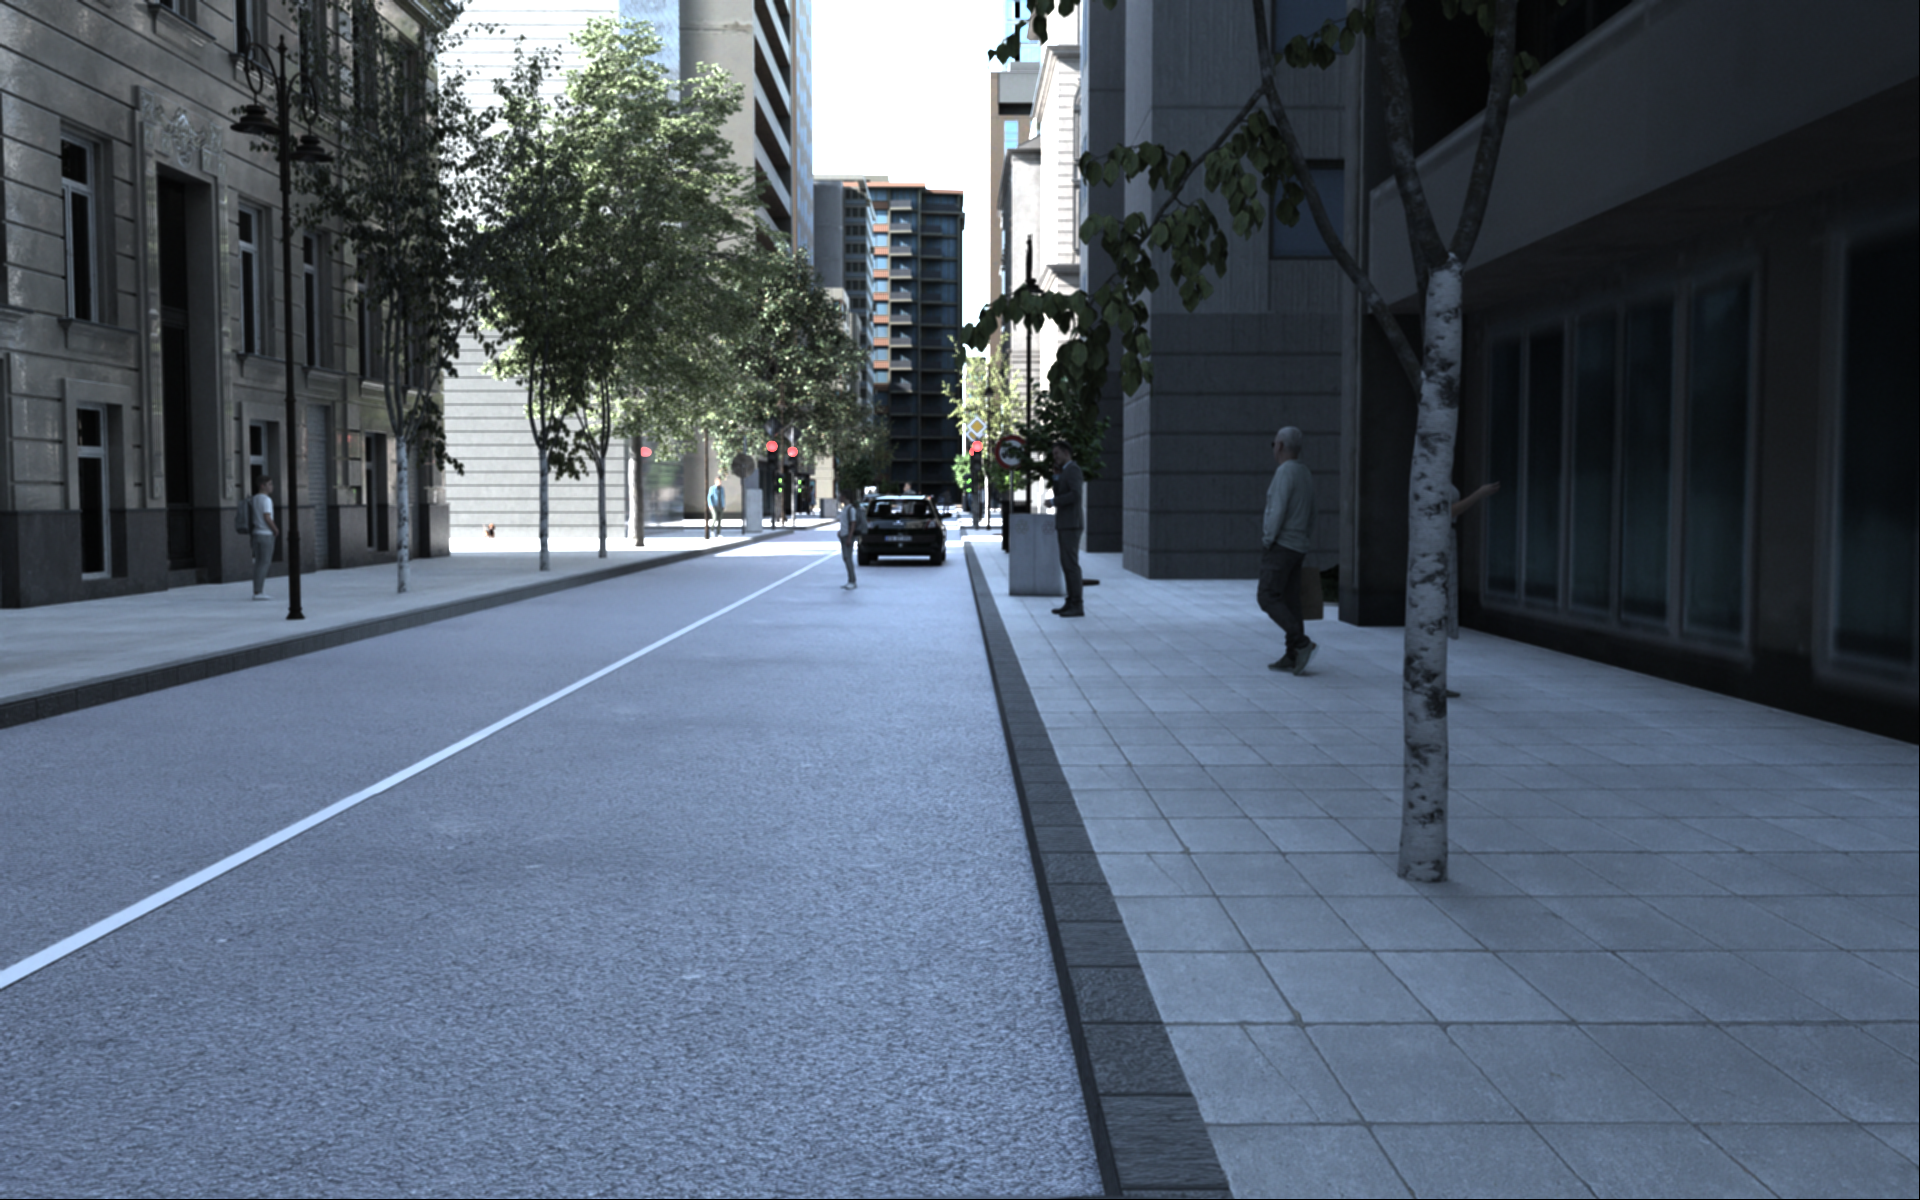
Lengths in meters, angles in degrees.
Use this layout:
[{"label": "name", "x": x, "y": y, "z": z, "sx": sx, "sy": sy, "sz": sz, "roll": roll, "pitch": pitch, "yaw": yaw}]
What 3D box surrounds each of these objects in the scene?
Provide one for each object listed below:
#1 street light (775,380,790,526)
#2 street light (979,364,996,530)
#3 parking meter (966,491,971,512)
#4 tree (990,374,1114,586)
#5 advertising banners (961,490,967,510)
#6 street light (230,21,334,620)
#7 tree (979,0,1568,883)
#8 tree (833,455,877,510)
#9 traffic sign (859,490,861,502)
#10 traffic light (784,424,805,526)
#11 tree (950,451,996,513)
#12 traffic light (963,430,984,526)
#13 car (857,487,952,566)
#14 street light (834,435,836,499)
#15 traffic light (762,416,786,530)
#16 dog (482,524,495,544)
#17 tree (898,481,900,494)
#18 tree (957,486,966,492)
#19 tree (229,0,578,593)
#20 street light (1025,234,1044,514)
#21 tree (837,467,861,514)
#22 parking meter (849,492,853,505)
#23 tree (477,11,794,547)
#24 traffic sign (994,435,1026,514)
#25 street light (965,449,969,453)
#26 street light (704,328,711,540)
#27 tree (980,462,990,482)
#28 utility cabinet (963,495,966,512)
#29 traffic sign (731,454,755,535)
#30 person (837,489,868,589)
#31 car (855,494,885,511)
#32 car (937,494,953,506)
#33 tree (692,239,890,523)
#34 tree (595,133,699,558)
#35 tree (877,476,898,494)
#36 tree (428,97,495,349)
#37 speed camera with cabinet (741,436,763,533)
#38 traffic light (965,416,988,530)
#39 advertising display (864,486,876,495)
[{"label": "street light", "x": -7.180, "y": -5.955, "z": 70.156, "sx": 0.468, "sy": 5.910, "sz": 1.993, "roll": 0, "pitch": 4, "yaw": 0}, {"label": "street light", "x": 1.019, "y": -5.433, "z": 61.618, "sx": 0.468, "sy": 5.910, "sz": 1.993, "roll": 0, "pitch": 4, "yaw": 0}, {"label": "parking meter", "x": 0.622, "y": -7.170, "z": 125.647, "sx": 0.372, "sy": 1.533, "sz": 0.369, "roll": 0, "pitch": 3, "yaw": 0}, {"label": "tree", "x": 1.337, "y": -1.833, "z": 24.577, "sx": 1.663, "sy": 3.219, "sz": 1.824, "roll": 0, "pitch": 3, "yaw": 0}, {"label": "advertising banners", "x": 0.403, "y": -8.835, "z": 140.641, "sx": 0.090, "sy": 3.025, "sz": 2.074, "roll": 1, "pitch": 4, "yaw": 15}, {"label": "street light", "x": -6.822, "y": -2.741, "z": 17.603, "sx": 0.468, "sy": 5.910, "sz": 1.993, "roll": 0, "pitch": 4, "yaw": 0}, {"label": "tree", "x": 1.559, "y": -3.389, "z": 5.768, "sx": 4.737, "sy": 8.622, "sz": 4.395, "roll": 0, "pitch": 3, "yaw": 0}, {"label": "tree", "x": -7.676, "y": -8.772, "z": 127.140, "sx": 4.285, "sy": 4.588, "sz": 4.351, "roll": 0, "pitch": 3, "yaw": 0}, {"label": "traffic sign", "x": -7.502, "y": -7.937, "z": 129.882, "sx": 0.768, "sy": 2.556, "sz": 0.104, "roll": 0, "pitch": 4, "yaw": 2}, {"label": "traffic light", "x": -6.705, "y": -4.954, "z": 69.915, "sx": 0.839, "sy": 4.253, "sz": 0.868, "roll": 0, "pitch": 4, "yaw": 0}, {"label": "tree", "x": 0.991, "y": -8.919, "z": 129.541, "sx": 4.285, "sy": 4.588, "sz": 4.351, "roll": 0, "pitch": 3, "yaw": 0}, {"label": "traffic light", "x": 0.557, "y": -4.957, "z": 69.965, "sx": 0.839, "sy": 4.253, "sz": 0.868, "roll": 0, "pitch": 4, "yaw": 0}, {"label": "car", "x": -1.180, "y": -1.611, "z": 36.129, "sx": 2.009, "sy": 1.686, "sz": 4.222, "roll": 0, "pitch": 4, "yaw": 1}, {"label": "street light", "x": -7.301, "y": -7.844, "z": 101.032, "sx": 0.468, "sy": 5.910, "sz": 1.993, "roll": 0, "pitch": 4, "yaw": 0}, {"label": "traffic light", "x": -6.666, "y": -4.465, "z": 61.930, "sx": 0.839, "sy": 4.253, "sz": 0.868, "roll": 0, "pitch": 4, "yaw": 0}, {"label": "dog", "x": -12.233, "y": -1.719, "z": 44.941, "sx": 0.406, "sy": 0.507, "sz": 0.540, "roll": -2, "pitch": 4, "yaw": -31}, {"label": "tree", "x": -7.819, "y": -13.422, "z": 214.043, "sx": 1.663, "sy": 3.219, "sz": 1.824, "roll": 0, "pitch": 3, "yaw": 0}, {"label": "tree", "x": 0.656, "y": -12.487, "z": 198.766, "sx": 1.663, "sy": 3.219, "sz": 1.824, "roll": 0, "pitch": 3, "yaw": 0}, {"label": "tree", "x": -7.015, "y": -4.405, "z": 22.381, "sx": 4.360, "sy": 8.622, "sz": 3.978, "roll": 0, "pitch": 3, "yaw": 0}, {"label": "street light", "x": 1.231, "y": -3.562, "z": 31.029, "sx": 0.468, "sy": 5.910, "sz": 1.993, "roll": 0, "pitch": 4, "yaw": 0}, {"label": "tree", "x": -7.387, "y": -7.121, "z": 111.034, "sx": 1.663, "sy": 3.219, "sz": 1.824, "roll": 0, "pitch": 3, "yaw": 0}, {"label": "parking meter", "x": -7.241, "y": -6.461, "z": 114.048, "sx": 0.372, "sy": 1.533, "sz": 0.369, "roll": 0, "pitch": 3, "yaw": 0}, {"label": "tree", "x": -7.945, "y": -7.575, "z": 41.975, "sx": 7.486, "sy": 12.596, "sz": 7.792, "roll": 0, "pitch": 3, "yaw": 0}, {"label": "traffic sign", "x": 1.118, "y": -2.273, "z": 37.266, "sx": 0.768, "sy": 2.556, "sz": 0.104, "roll": 0, "pitch": 4, "yaw": 4}, {"label": "street light", "x": 0.581, "y": -10.502, "z": 144.502, "sx": 0.468, "sy": 5.910, "sz": 1.993, "roll": 0, "pitch": 4, "yaw": 0}, {"label": "street light", "x": -7.063, "y": -4.612, "z": 48.192, "sx": 0.468, "sy": 5.910, "sz": 1.993, "roll": 0, "pitch": 4, "yaw": 0}, {"label": "tree", "x": 1.526, "y": -3.560, "z": 52.813, "sx": 1.663, "sy": 3.219, "sz": 1.824, "roll": 0, "pitch": 3, "yaw": 0}, {"label": "utility cabinet", "x": 0.540, "y": -7.087, "z": 127.030, "sx": 0.306, "sy": 1.237, "sz": 1.020, "roll": 2, "pitch": 4, "yaw": 25}, {"label": "traffic sign", "x": -6.858, "y": -3.343, "z": 54.765, "sx": 0.768, "sy": 2.556, "sz": 0.104, "roll": 0, "pitch": 4, "yaw": 7}, {"label": "person", "x": -1.685, "y": -0.932, "z": 26.327, "sx": 0.503, "sy": 1.515, "sz": 0.523, "roll": 3, "pitch": 4, "yaw": 37}, {"label": "car", "x": -4.670, "y": -5.075, "z": 94.769, "sx": 2.131, "sy": 1.459, "sz": 4.920, "roll": 0, "pitch": 4, "yaw": -1}, {"label": "car", "x": -1.904, "y": -12.442, "z": 215.426, "sx": 2.014, "sy": 1.417, "sz": 4.499, "roll": 0, "pitch": 4, "yaw": -1}, {"label": "tree", "x": -8.118, "y": -9.821, "z": 77.582, "sx": 9.611, "sy": 12.733, "sz": 9.660, "roll": 0, "pitch": 3, "yaw": 0}, {"label": "tree", "x": -7.448, "y": -5.157, "z": 34.674, "sx": 4.360, "sy": 8.622, "sz": 3.978, "roll": 0, "pitch": 3, "yaw": 0}, {"label": "tree", "x": -7.899, "y": -11.287, "z": 179.149, "sx": 1.663, "sy": 3.219, "sz": 1.824, "roll": 0, "pitch": 3, "yaw": 0}, {"label": "tree", "x": -6.753, "y": -4.805, "z": 28.919, "sx": 4.737, "sy": 8.622, "sz": 4.395, "roll": 0, "pitch": 3, "yaw": 0}, {"label": "speed camera with cabinet", "x": -7.026, "y": -3.926, "z": 58.519, "sx": 0.660, "sy": 3.252, "sz": 2.038, "roll": -1, "pitch": 4, "yaw": -11}, {"label": "traffic light", "x": 0.595, "y": -4.468, "z": 61.980, "sx": 0.839, "sy": 4.253, "sz": 0.868, "roll": 0, "pitch": 4, "yaw": 0}, {"label": "advertising display", "x": -7.396, "y": -8.418, "z": 142.852, "sx": 0.974, "sy": 1.923, "sz": 0.123, "roll": 0, "pitch": 4, "yaw": -2}]
